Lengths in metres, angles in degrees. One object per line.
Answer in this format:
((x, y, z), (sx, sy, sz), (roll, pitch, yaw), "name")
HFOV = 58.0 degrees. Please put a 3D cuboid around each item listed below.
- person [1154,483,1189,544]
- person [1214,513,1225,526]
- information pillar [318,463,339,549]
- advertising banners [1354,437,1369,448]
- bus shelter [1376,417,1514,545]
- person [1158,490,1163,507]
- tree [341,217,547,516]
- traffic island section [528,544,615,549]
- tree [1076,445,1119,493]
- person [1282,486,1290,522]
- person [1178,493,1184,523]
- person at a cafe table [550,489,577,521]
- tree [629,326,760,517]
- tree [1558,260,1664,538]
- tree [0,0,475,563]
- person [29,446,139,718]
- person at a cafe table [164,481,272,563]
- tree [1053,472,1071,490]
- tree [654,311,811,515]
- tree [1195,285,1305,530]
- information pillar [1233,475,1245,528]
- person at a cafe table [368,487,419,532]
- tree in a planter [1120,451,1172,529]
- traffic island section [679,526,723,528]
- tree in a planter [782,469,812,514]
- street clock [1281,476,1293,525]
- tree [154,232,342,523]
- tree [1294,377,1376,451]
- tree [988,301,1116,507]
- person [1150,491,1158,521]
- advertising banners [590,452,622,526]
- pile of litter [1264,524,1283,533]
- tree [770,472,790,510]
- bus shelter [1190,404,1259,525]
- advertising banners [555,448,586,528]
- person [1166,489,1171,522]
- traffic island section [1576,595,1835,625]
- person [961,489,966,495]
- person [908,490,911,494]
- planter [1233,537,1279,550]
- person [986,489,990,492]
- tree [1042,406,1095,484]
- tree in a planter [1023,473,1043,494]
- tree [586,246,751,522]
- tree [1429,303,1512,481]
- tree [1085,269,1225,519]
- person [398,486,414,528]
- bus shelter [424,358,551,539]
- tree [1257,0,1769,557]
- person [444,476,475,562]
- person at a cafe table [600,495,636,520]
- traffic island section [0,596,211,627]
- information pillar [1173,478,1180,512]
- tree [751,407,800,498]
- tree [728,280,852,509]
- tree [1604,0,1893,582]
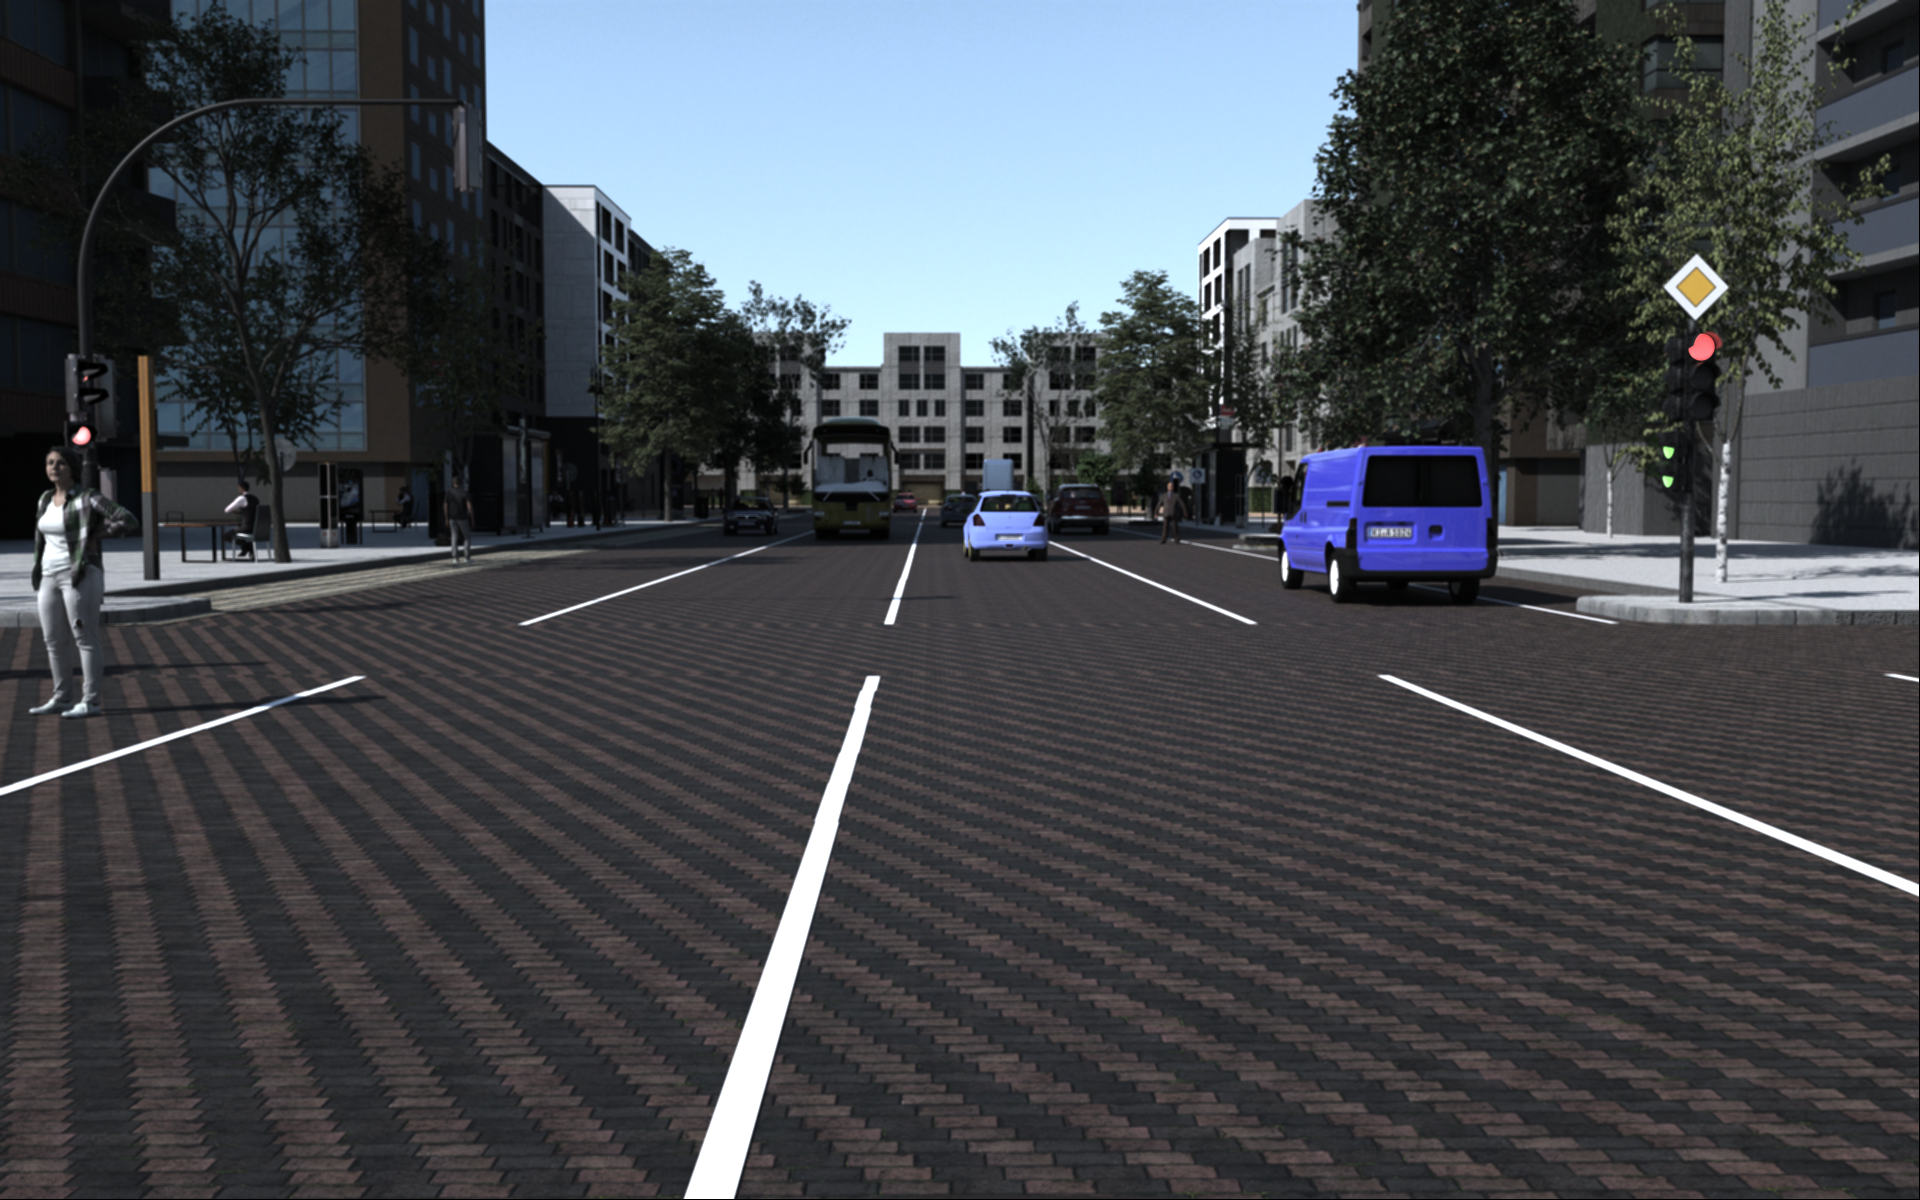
((6.077, -2.495, 49.842), (0.990, 1.755, 0.434), (1, 4, 18), "person")
((10.357, -3.221, 69.178), (0.357, 0.543, 0.381), (-3, 5, -40), "person")
((-14.876, -2.221, 40.802), (0.304, 2.012, 0.304), (1, 4, 19), "information pillar")
((12.683, -3.402, 51.817), (2.074, 3.025, 0.090), (3, 4, 37), "advertising banners")
((12.579, -3.153, 45.467), (2.014, 3.302, 5.546), (0, 4, -1), "bus shelter")
((20.420, -10.253, 176.126), (1.348, 1.826, 0.705), (0, 4, -5), "person")
((-13.373, -5.908, 46.958), (4.737, 8.622, 4.395), (0, 3, 0), "tree")
((-10.200, -1.404, 45.820), (1.991, 0.108, 1.994), (0, 4, -1), "traffic island section")
((9.266, -8.139, 116.788), (4.285, 4.588, 4.351), (0, 3, 0), "tree")
((13.651, -3.991, 72.769), (0.415, 1.643, 0.593), (1, 4, 20), "person")
((9.758, -4.068, 76.467), (0.340, 1.345, 0.435), (0, 4, -8), "person")
((-19.625, -4.653, 84.589), (1.698, 1.524, 1.622), (-3, 4, -37), "person at a cafe table")
((-14.771, -9.825, 95.053), (8.767, 10.594, 7.601), (2, 4, 31), "tree")
((18.953, -6.089, 49.918), (4.360, 8.622, 3.978), (0, 3, 0), "tree")
((-12.882, -5.979, 32.170), (7.601, 10.594, 8.767), (3, 4, 36), "tree")
((-5.723, -0.120, 11.178), (0.841, 1.734, 0.376), (2, 4, 27), "person")
((-13.783, -1.484, 32.774), (1.622, 1.524, 1.698), (1, 4, 19), "person at a cafe table")
((8.679, -9.459, 149.247), (1.663, 3.219, 1.824), (0, 3, 0), "tree")
((-14.430, -11.695, 108.225), (9.611, 12.733, 9.660), (0, 3, 0), "tree")
((10.383, -6.783, 61.270), (4.737, 8.622, 4.395), (0, 3, 0), "tree")
((10.578, -3.707, 65.098), (0.304, 2.012, 0.304), (-2, 4, -24), "information pillar")
((-19.207, -3.073, 58.762), (1.622, 1.524, 1.698), (-1, 4, -19), "person at a cafe table")
((7.702, -4.571, 71.958), (1.991, 3.239, 1.994), (0, 4, -1), "tree in a planter")
((-10.675, -3.052, 72.759), (1.991, 0.108, 1.994), (0, 4, -1), "traffic island section")
((-11.528, -7.655, 122.378), (1.991, 3.239, 1.994), (0, 4, -1), "tree in a planter")
((13.081, -3.958, 69.282), (0.471, 2.002, 0.358), (-2, 4, -33), "street clock")
((-20.310, -5.997, 48.411), (4.737, 8.622, 4.395), (0, 3, 0), "tree")
((17.235, -7.853, 78.757), (4.360, 8.622, 3.978), (0, 3, 0), "tree")
((8.981, -19.242, 170.499), (12.611, 20.169, 13.585), (0, 3, 0), "tree")
((9.289, -4.620, 83.053), (0.415, 1.643, 0.593), (1, 4, 12), "person")
((-14.496, -4.582, 71.095), (0.090, 3.025, 2.074), (2, 4, 26), "advertising banners")
((10.778, -2.666, 57.561), (1.719, 0.858, 1.176), (-2, 4, -25), "pile of litter")
((-14.117, -8.822, 138.841), (1.663, 3.219, 1.824), (0, 3, 0), "tree")
((11.230, -5.938, 74.719), (2.179, 5.291, 8.768), (0, 4, -1), "bus shelter")
((-14.948, -4.298, 66.455), (0.090, 3.025, 2.074), (1, 4, 19), "advertising banners")
((9.241, -4.151, 76.372), (0.523, 1.526, 0.387), (3, 5, 43), "person")
((8.593, 0.112, 20.453), (2.009, 0.180, 2.903), (0, 4, -1), "traffic island section")
((0.102, -7.451, 130.192), (0.599, 1.838, 0.709), (-1, 4, -23), "person")
((-4.476, -8.919, 154.335), (1.348, 1.823, 0.705), (2, 4, 35), "person")
((8.163, -1.466, 45.107), (1.991, 0.319, 1.994), (0, 4, -1), "planter")
((1.669, -5.695, 102.278), (0.551, 1.740, 0.621), (-2, 4, -28), "person")
((8.775, -11.787, 143.072), (4.360, 8.622, 3.978), (0, 3, 0), "tree")
((6.350, -9.339, 149.906), (1.991, 3.239, 1.994), (0, 4, -1), "tree in a planter")
((-13.053, -9.873, 79.558), (7.486, 12.596, 7.792), (0, 3, 0), "tree")
((17.199, -6.673, 59.466), (4.737, 8.622, 4.395), (0, 3, 0), "tree")
((9.889, -10.377, 87.797), (7.486, 12.596, 7.792), (0, 3, 0), "tree")
((-21.059, -3.541, 65.805), (0.647, 1.594, 0.662), (0, 4, -3), "person")
((-14.783, -4.668, 53.950), (2.179, 5.291, 8.768), (0, 4, -1), "bus shelter")
((10.814, -7.239, 35.367), (9.611, 12.733, 9.660), (0, 3, 0), "tree")
((-10.459, -1.689, 36.246), (0.598, 1.807, 0.434), (1, 4, 9), "person")
((-17.152, -4.650, 86.887), (1.726, 1.238, 1.698), (1, 4, 16), "person at a cafe table")
((-10.086, 0.131, 20.136), (2.009, 0.180, 2.903), (0, 4, -1), "traffic island section")
((9.838, -4.543, 78.777), (0.304, 2.012, 0.304), (1, 4, 17), "information pillar")
((-14.217, -10.973, 129.775), (4.737, 8.622, 4.395), (0, 3, 0), "tree")
((-15.956, -18.184, 153.191), (12.611, 20.169, 13.585), (0, 3, 0), "tree")
((11.185, -4.574, 25.141), (4.737, 8.622, 4.395), (0, 3, 0), "tree")
